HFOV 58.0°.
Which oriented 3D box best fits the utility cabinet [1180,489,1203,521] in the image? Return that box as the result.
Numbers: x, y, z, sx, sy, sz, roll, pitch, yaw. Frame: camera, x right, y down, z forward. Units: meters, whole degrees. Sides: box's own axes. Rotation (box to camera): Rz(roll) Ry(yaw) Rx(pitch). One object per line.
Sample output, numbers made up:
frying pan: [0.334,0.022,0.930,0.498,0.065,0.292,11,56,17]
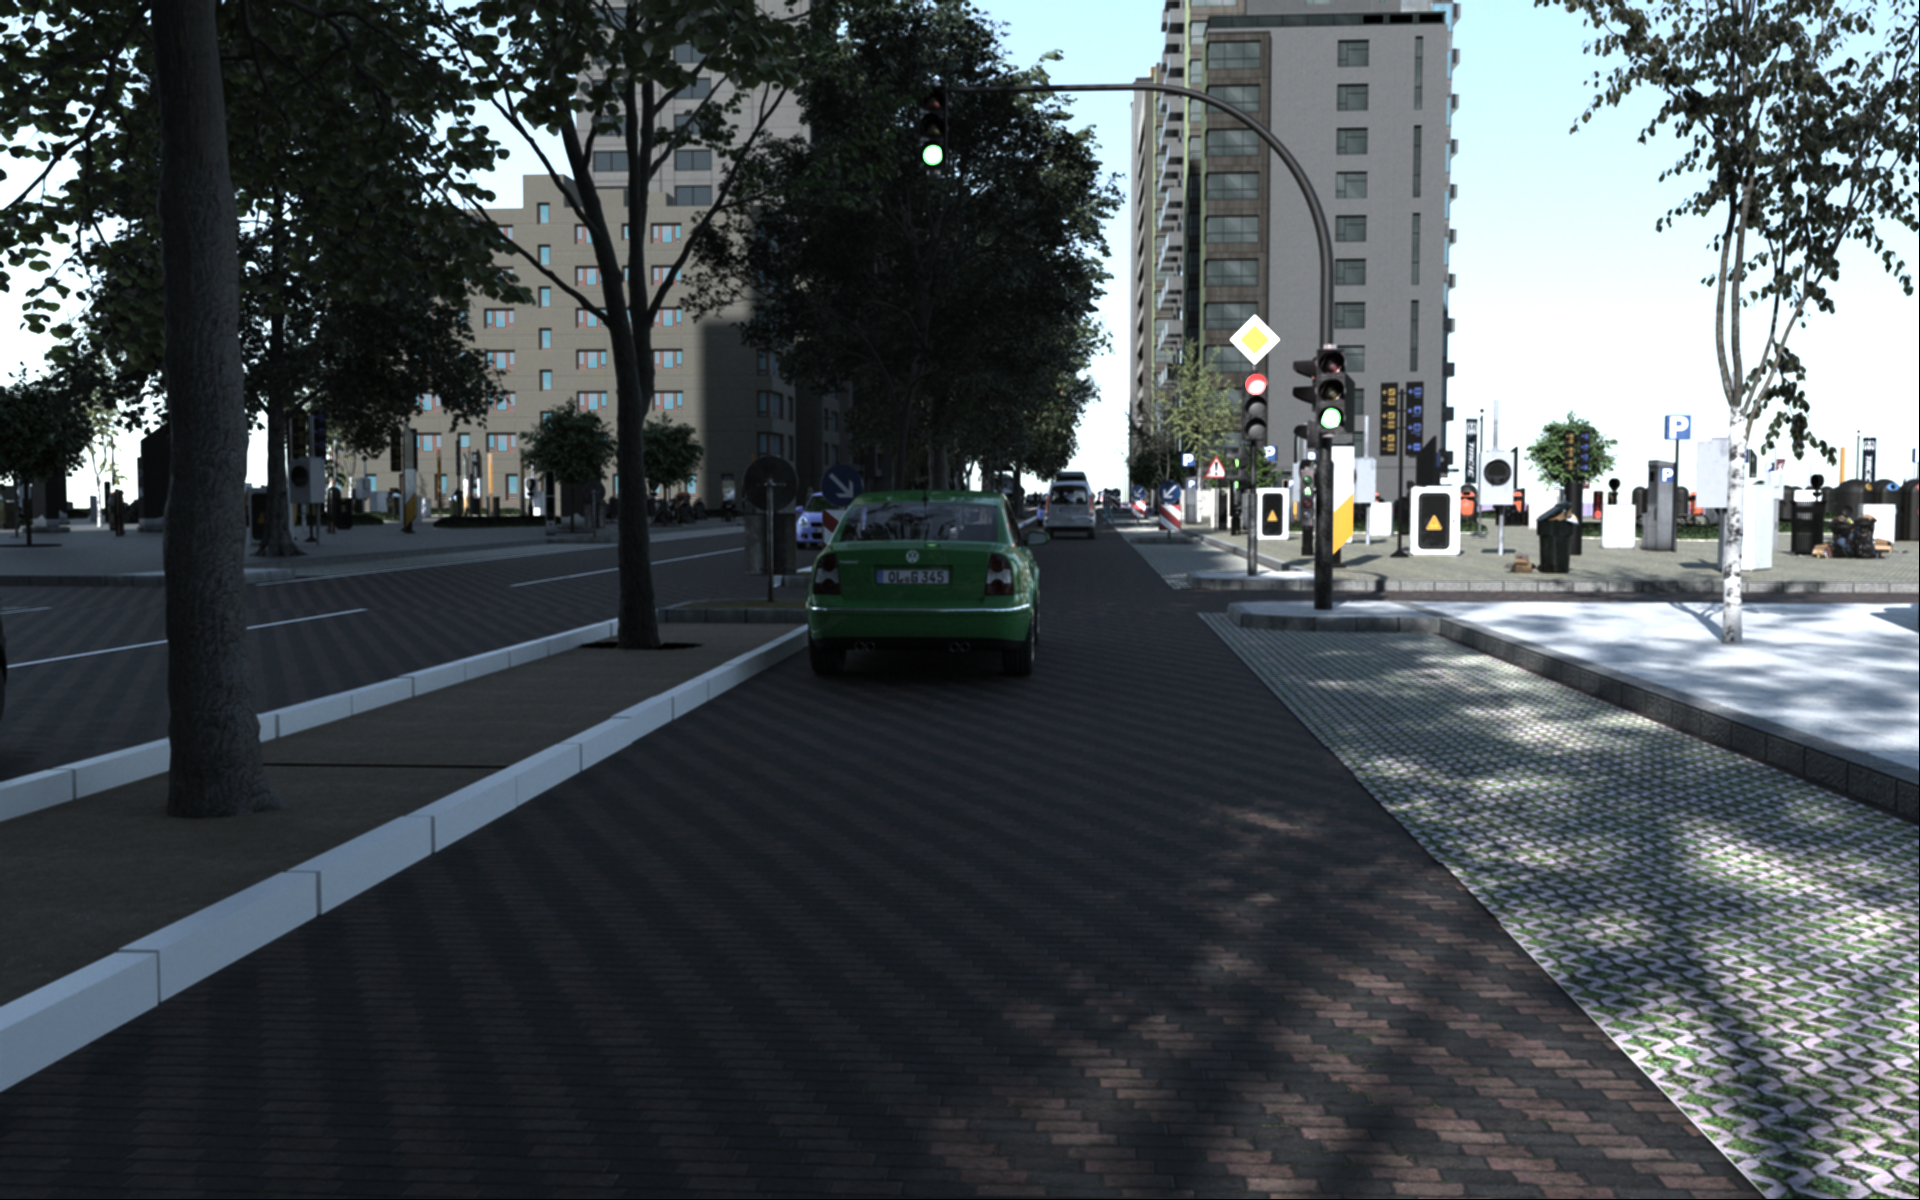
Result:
utility cabinet: [11.007,-4.546,83.003,0.318,1.500,1.173,-2,4,-33]

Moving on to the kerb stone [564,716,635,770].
kerb stone: [-1.980,0.785,9.456,0.120,0.150,1.000,0,4,4]

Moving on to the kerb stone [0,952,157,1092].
kerb stone: [-2.343,1.094,4.358,0.120,0.150,1.000,0,4,4]

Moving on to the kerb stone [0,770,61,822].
kerb stone: [-4.223,0.895,7.563,0.120,0.150,1.000,0,4,4]

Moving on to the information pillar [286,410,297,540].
information pillar: [-18.769,-3.502,48.615,0.183,3.616,0.504,0,4,-4]

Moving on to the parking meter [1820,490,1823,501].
parking meter: [44.131,-4.933,89.066,0.372,1.533,0.369,0,3,0]

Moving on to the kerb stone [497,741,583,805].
kerb stone: [-2.054,0.847,8.437,0.120,0.150,1.000,0,4,4]

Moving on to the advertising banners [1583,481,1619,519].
advertising banners: [33.157,-5.730,89.866,2.074,3.025,0.090,0,4,-3]

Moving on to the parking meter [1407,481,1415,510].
parking meter: [19.753,-4.295,75.936,0.255,1.863,0.399,0,4,-4]

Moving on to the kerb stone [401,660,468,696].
kerb stone: [-3.863,0.582,12.685,0.120,0.150,1.000,0,4,4]

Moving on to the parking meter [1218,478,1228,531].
parking meter: [9.262,-3.384,61.042,0.255,1.863,0.399,0,4,-5]

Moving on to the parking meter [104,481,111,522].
parking meter: [-39.053,-4.505,79.366,0.255,1.863,0.399,-2,4,-26]

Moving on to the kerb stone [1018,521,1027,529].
kerb stone: [2.807,-3.383,77.506,0.120,0.150,1.000,0,4,4]

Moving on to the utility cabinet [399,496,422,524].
utility cabinet: [-23.582,-3.865,74.359,0.306,1.237,1.020,2,4,31]

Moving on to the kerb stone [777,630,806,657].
kerb stone: [-1.552,0.406,15.592,0.120,0.150,1.000,0,4,4]

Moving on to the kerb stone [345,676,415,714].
kerb stone: [-3.938,0.654,11.652,0.120,0.150,1.000,0,4,4]

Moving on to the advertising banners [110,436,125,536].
advertising banners: [-25.760,-3.471,52.936,0.090,3.025,2.074,-1,4,-18]

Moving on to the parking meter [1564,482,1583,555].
parking meter: [12.917,-1.718,36.498,0.372,1.533,0.369,0,3,0]

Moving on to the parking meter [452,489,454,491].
parking meter: [-26.402,-5.038,90.779,0.372,1.533,0.369,0,3,0]

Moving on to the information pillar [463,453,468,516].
information pillar: [-28.230,-6.578,98.909,0.183,3.616,0.504,-3,4,-37]

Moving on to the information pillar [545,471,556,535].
information pillar: [-12.805,-3.035,54.118,0.304,2.012,0.304,-1,4,-14]

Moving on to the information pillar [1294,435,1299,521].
information pillar: [12.089,-4.338,62.284,0.183,3.616,0.504,1,4,18]

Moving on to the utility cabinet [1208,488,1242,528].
utility cabinet: [9.997,-3.440,64.925,1.173,1.500,0.318,3,4,38]

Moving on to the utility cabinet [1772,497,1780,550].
utility cabinet: [18.731,-1.773,40.147,0.306,1.237,1.020,3,4,36]

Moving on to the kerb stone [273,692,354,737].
kerb stone: [-4.005,0.713,10.631,0.120,0.150,1.000,0,4,4]

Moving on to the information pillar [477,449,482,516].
information pillar: [-25.068,-6.057,90.382,0.183,3.616,0.504,0,4,2]

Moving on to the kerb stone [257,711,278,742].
kerb stone: [-4.088,0.770,9.606,0.120,0.150,1.000,0,4,4]

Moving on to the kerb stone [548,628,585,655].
kerb stone: [-3.641,0.394,15.756,0.120,0.150,1.000,0,4,4]

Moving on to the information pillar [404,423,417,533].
information pillar: [-18.069,-4.009,56.909,0.504,3.616,0.183,2,4,32]

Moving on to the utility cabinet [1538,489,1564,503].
utility cabinet: [25.844,-4.093,75.598,0.318,1.500,1.173,-3,5,-44]

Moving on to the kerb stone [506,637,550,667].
kerb stone: [-3.718,0.457,14.725,0.120,0.150,1.000,0,4,4]

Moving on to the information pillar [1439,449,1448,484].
information pillar: [24.804,-5.971,88.980,0.504,3.616,0.183,0,4,-1]

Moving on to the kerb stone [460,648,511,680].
kerb stone: [-3.794,0.519,13.705,0.120,0.150,1.000,0,4,4]

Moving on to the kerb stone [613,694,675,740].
kerb stone: [-1.919,0.717,10.477,0.120,0.150,1.000,0,4,4]

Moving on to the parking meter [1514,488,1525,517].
parking meter: [23.738,-3.975,73.406,0.372,1.533,0.369,0,3,0]

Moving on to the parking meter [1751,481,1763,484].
parking meter: [14.934,-1.486,32.706,0.372,1.533,0.369,0,3,0]

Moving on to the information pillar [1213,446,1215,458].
information pillar: [12.464,-5.739,85.184,0.183,3.616,0.504,0,4,3]

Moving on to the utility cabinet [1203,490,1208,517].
utility cabinet: [13.572,-5.351,96.160,1.173,1.500,0.318,3,5,44]

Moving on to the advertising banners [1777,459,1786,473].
advertising banners: [39.982,-5.484,85.844,2.074,3.025,0.090,-1,4,-12]

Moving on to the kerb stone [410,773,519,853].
kerb stone: [-2.121,0.906,7.417,0.120,0.150,1.000,0,4,4]

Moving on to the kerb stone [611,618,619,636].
kerb stone: [-3.499,0.269,17.806,0.120,0.150,1.000,0,4,4]

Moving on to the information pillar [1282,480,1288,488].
information pillar: [16.563,-5.122,88.243,0.304,2.012,0.304,0,4,1]

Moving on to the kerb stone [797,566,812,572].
kerb stone: [-2.671,-0.453,29.603,0.120,0.150,1.000,0,4,4]

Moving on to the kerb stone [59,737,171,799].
kerb stone: [-4.150,0.832,8.585,0.120,0.150,1.000,0,4,4]

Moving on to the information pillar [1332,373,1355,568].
information pillar: [6.605,-2.368,30.080,0.504,3.616,0.183,-1,4,-20]

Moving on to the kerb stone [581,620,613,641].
kerb stone: [-3.583,0.334,16.781,0.120,0.150,1.000,0,4,4]

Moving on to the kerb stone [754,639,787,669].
kerb stone: [-1.623,0.470,14.563,0.120,0.150,1.000,0,4,4]

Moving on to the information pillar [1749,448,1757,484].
information pillar: [40.751,-5.975,89.049,0.504,3.616,0.183,-2,4,-27]

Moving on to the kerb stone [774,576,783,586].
kerb stone: [-2.822,-0.328,27.559,0.120,0.150,1.000,0,4,4]

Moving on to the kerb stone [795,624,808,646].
kerb stone: [-1.485,0.340,16.628,0.120,0.150,1.000,0,4,4]

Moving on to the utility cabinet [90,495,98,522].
utility cabinet: [-40.708,-4.297,81.425,0.306,1.237,1.020,-2,4,-24]

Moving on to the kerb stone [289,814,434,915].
kerb stone: [-2.199,0.966,6.397,0.120,0.150,1.000,0,4,4]

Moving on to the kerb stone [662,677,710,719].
kerb stone: [-1.841,0.658,11.499,0.120,0.150,1.000,0,4,4]

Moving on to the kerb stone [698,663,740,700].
kerb stone: [-1.768,0.596,12.519,0.120,0.150,1.000,0,4,4]

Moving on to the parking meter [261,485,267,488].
parking meter: [-42.204,-6.080,105.113,0.399,1.863,0.255,-1,4,-21]

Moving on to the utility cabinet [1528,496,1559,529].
utility cabinet: [21.398,-3.201,63.506,1.020,1.237,0.306,2,4,30]

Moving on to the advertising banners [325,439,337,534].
advertising banners: [-20.429,-3.676,56.298,0.090,3.025,2.074,-2,4,-29]

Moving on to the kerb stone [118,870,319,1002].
kerb stone: [-2.277,1.029,5.378,0.120,0.150,1.000,0,4,4]

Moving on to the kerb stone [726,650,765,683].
kerb stone: [-1.700,0.529,13.540,0.120,0.150,1.000,0,4,4]
